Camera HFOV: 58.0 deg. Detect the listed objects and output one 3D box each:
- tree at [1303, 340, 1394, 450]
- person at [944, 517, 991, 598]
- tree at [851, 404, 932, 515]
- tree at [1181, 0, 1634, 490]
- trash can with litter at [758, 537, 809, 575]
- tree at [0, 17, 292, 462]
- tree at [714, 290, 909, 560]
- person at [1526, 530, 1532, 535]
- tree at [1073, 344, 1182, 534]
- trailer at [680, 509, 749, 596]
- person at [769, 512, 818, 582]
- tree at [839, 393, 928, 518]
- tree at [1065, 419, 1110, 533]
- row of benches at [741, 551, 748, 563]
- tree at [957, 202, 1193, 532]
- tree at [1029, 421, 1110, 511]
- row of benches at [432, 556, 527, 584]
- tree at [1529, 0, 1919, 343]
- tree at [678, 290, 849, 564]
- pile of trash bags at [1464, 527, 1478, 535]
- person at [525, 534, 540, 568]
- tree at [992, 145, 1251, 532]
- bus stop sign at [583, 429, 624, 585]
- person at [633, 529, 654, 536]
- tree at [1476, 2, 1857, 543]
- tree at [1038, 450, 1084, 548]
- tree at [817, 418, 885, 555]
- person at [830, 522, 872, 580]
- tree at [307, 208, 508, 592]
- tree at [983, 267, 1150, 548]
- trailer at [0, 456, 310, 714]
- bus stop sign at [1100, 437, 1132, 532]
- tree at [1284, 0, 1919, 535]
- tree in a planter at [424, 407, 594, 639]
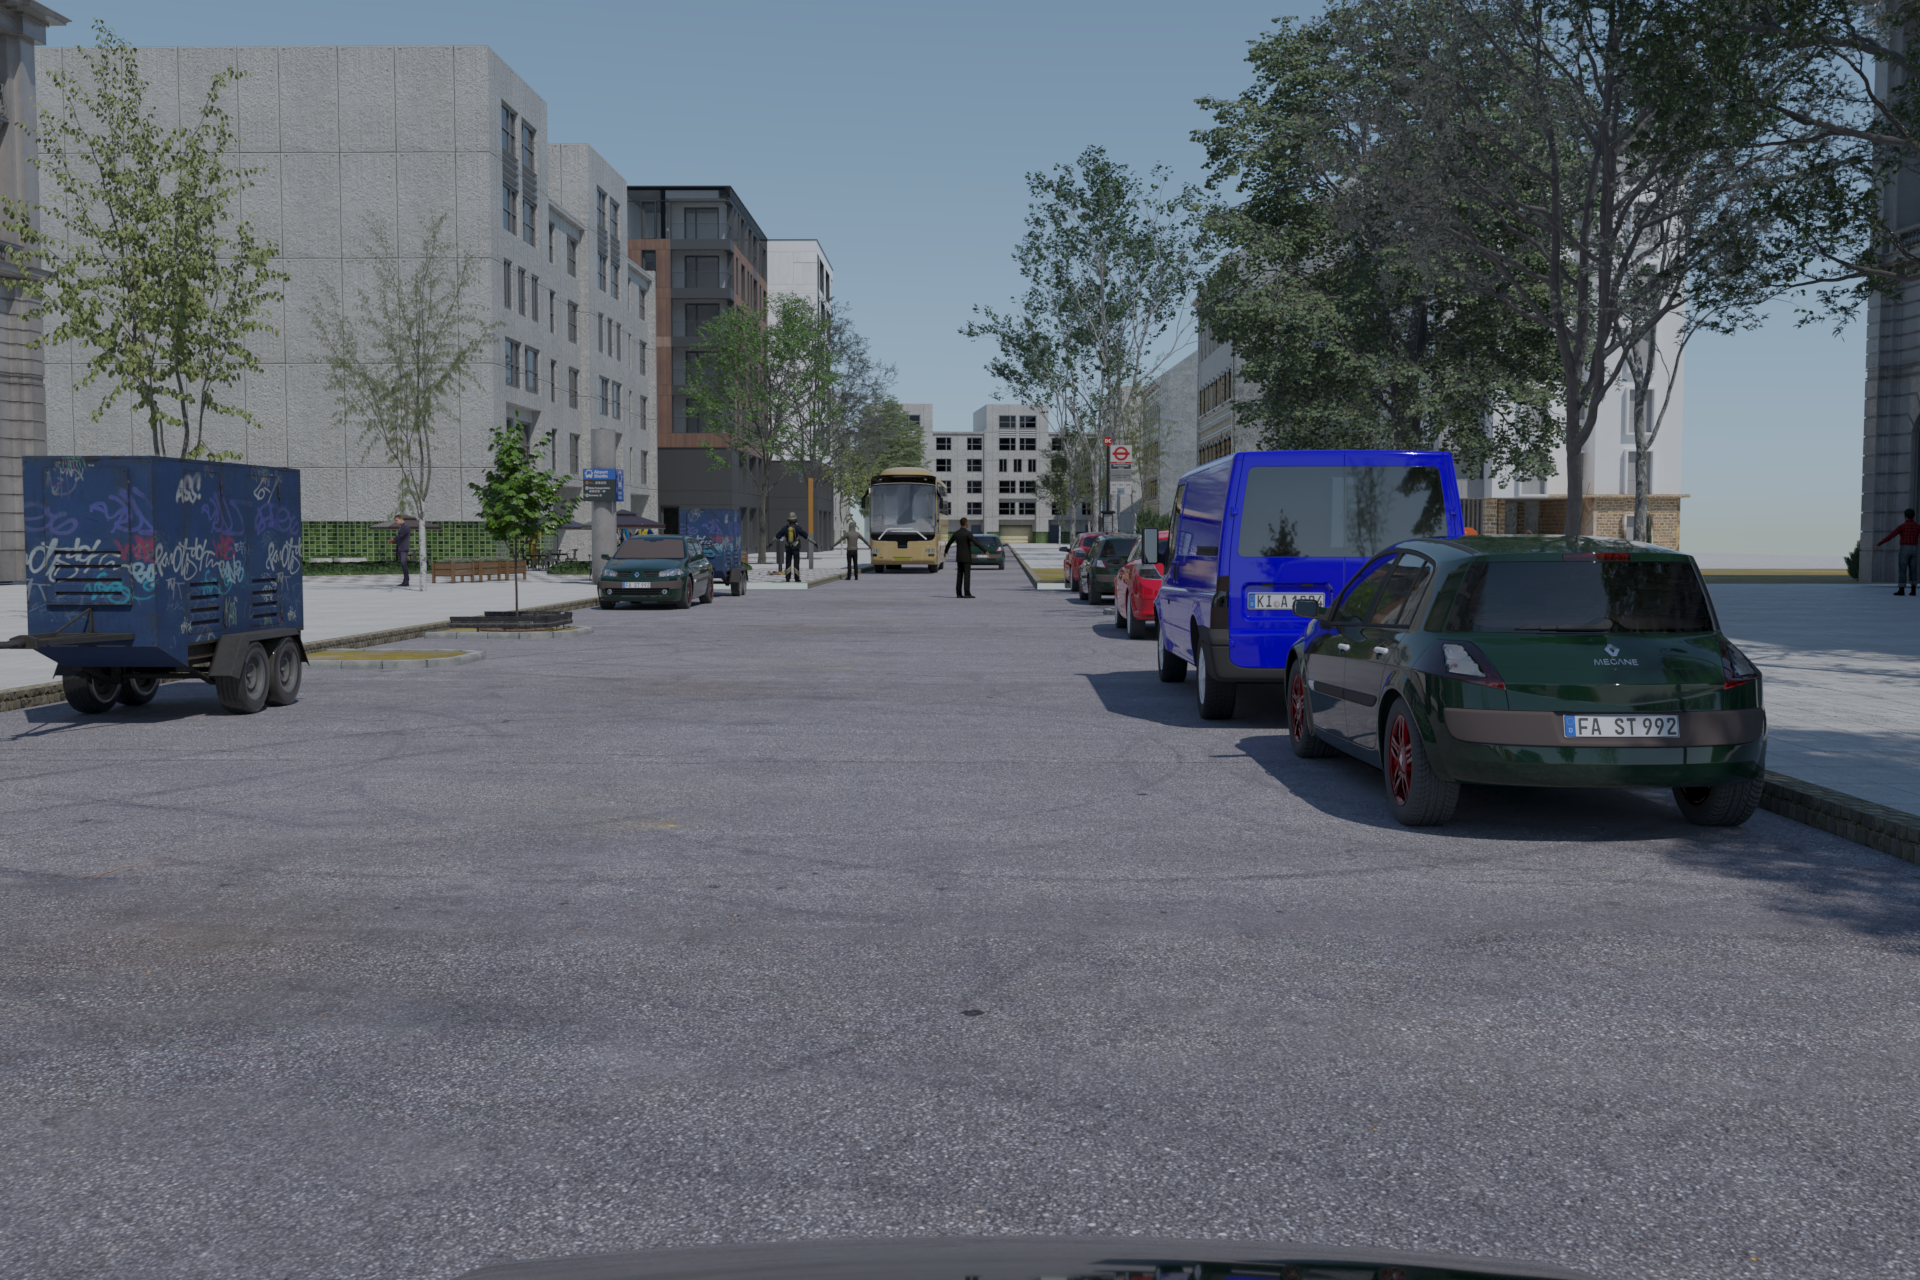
[{"bbox_3d":[15.109,-6.951,64.007,4.360,8.622,3.978,0,3,0],"label":"tree"},{"bbox_3d":[0.106,-1.834,38.673,1.346,1.802,0.704,3,5,41],"label":"person"},{"bbox_3d":[-6.028,-14.201,150.308,7.486,12.596,7.792,0,3,0],"label":"tree"},{"bbox_3d":[9.676,-8.008,37.581,9.857,13.997,8.962,0,3,0],"label":"tree"},{"bbox_3d":[-5.522,-2.669,54.694,1.678,1.210,2.233,0,4,1],"label":"trash can with litter"},{"bbox_3d":[-11.630,-4.576,25.186,4.737,8.622,4.395,0,3,0],"label":"tree"},{"bbox_3d":[-7.507,-10.816,87.218,12.009,13.543,11.850,0,3,0],"label":"tree"},{"bbox_3d":[21.351,-3.427,65.291,0.991,1.433,0.599,-3,5,-39],"label":"person"},{"bbox_3d":[6.921,-7.110,66.611,4.360,8.622,3.978,0,3,0],"label":"tree"},{"bbox_3d":[-5.768,-1.984,39.494,1.471,1.999,3.904,0,4,2],"label":"trailer"},{"bbox_3d":[-4.462,-2.473,46.213,1.354,1.856,0.705,0,4,6],"label":"person"},{"bbox_3d":[-6.419,-13.571,140.019,7.486,12.596,7.792,0,3,0],"label":"tree"},{"bbox_3d":[8.273,-9.857,111.526,4.360,8.622,3.978,0,3,0],"label":"tree"},{"bbox_3d":[-9.769,-2.994,64.408,4.104,0.672,1.422,0,4,-7],"label":"row of benches"},{"bbox_3d":[6.705,-14.923,99.883,12.611,20.169,13.585,0,3,0],"label":"tree"},{"bbox_3d":[9.148,-12.757,142.992,7.601,10.594,8.767,-1,4,-18],"label":"tree"},{"bbox_3d":[-12.973,-1.912,46.721,1.422,0.672,4.104,1,4,14],"label":"row of benches"},{"bbox_3d":[9.200,-4.909,14.673,8.767,10.594,7.601,1,4,20],"label":"tree"},{"bbox_3d":[-8.286,-9.028,73.361,9.928,11.665,9.643,0,3,0],"label":"tree"},{"bbox_3d":[6.635,-0.733,21.739,1.912,1.369,3.447,0,4,1],"label":"pile of trash bags"},{"bbox_3d":[-16.129,-3.637,65.241,0.705,1.858,1.354,0,4,-3],"label":"person"},{"bbox_3d":[7.930,-13.877,82.778,12.611,20.169,13.585,0,3,0],"label":"tree"},{"bbox_3d":[-8.983,-3.344,43.685,0.837,3.901,0.837,0,4,2],"label":"bus stop sign"},{"bbox_3d":[-11.376,-3.443,62.257,1.349,1.833,0.705,2,4,27],"label":"person"},{"bbox_3d":[20.884,-12.100,53.728,12.611,20.169,13.585,0,3,0],"label":"tree"},{"bbox_3d":[8.943,-12.277,151.093,4.737,8.622,4.395,0,3,0],"label":"tree"},{"bbox_3d":[-6.860,-9.394,103.960,4.737,8.622,4.395,0,3,0],"label":"tree"},{"bbox_3d":[-3.360,-2.768,53.842,1.348,1.813,0.705,-1,4,-21],"label":"person"},{"bbox_3d":[-11.772,-5.392,38.525,4.360,8.622,3.978,0,3,0],"label":"tree"},{"bbox_3d":[6.879,-16.480,125.329,12.611,20.169,13.585,0,3,0],"label":"tree"},{"bbox_3d":[-6.330,-0.387,13.382,1.471,1.999,3.904,0,4,1],"label":"trailer"},{"bbox_3d":[4.268,-3.593,47.449,0.855,3.939,0.416,0,4,0],"label":"bus stop sign"},{"bbox_3d":[9.256,-7.046,25.568,12.009,13.543,11.850,0,3,0],"label":"tree"},{"bbox_3d":[-6.309,-1.671,24.547,1.991,3.239,1.994,0,4,2],"label":"tree in a planter"}]
